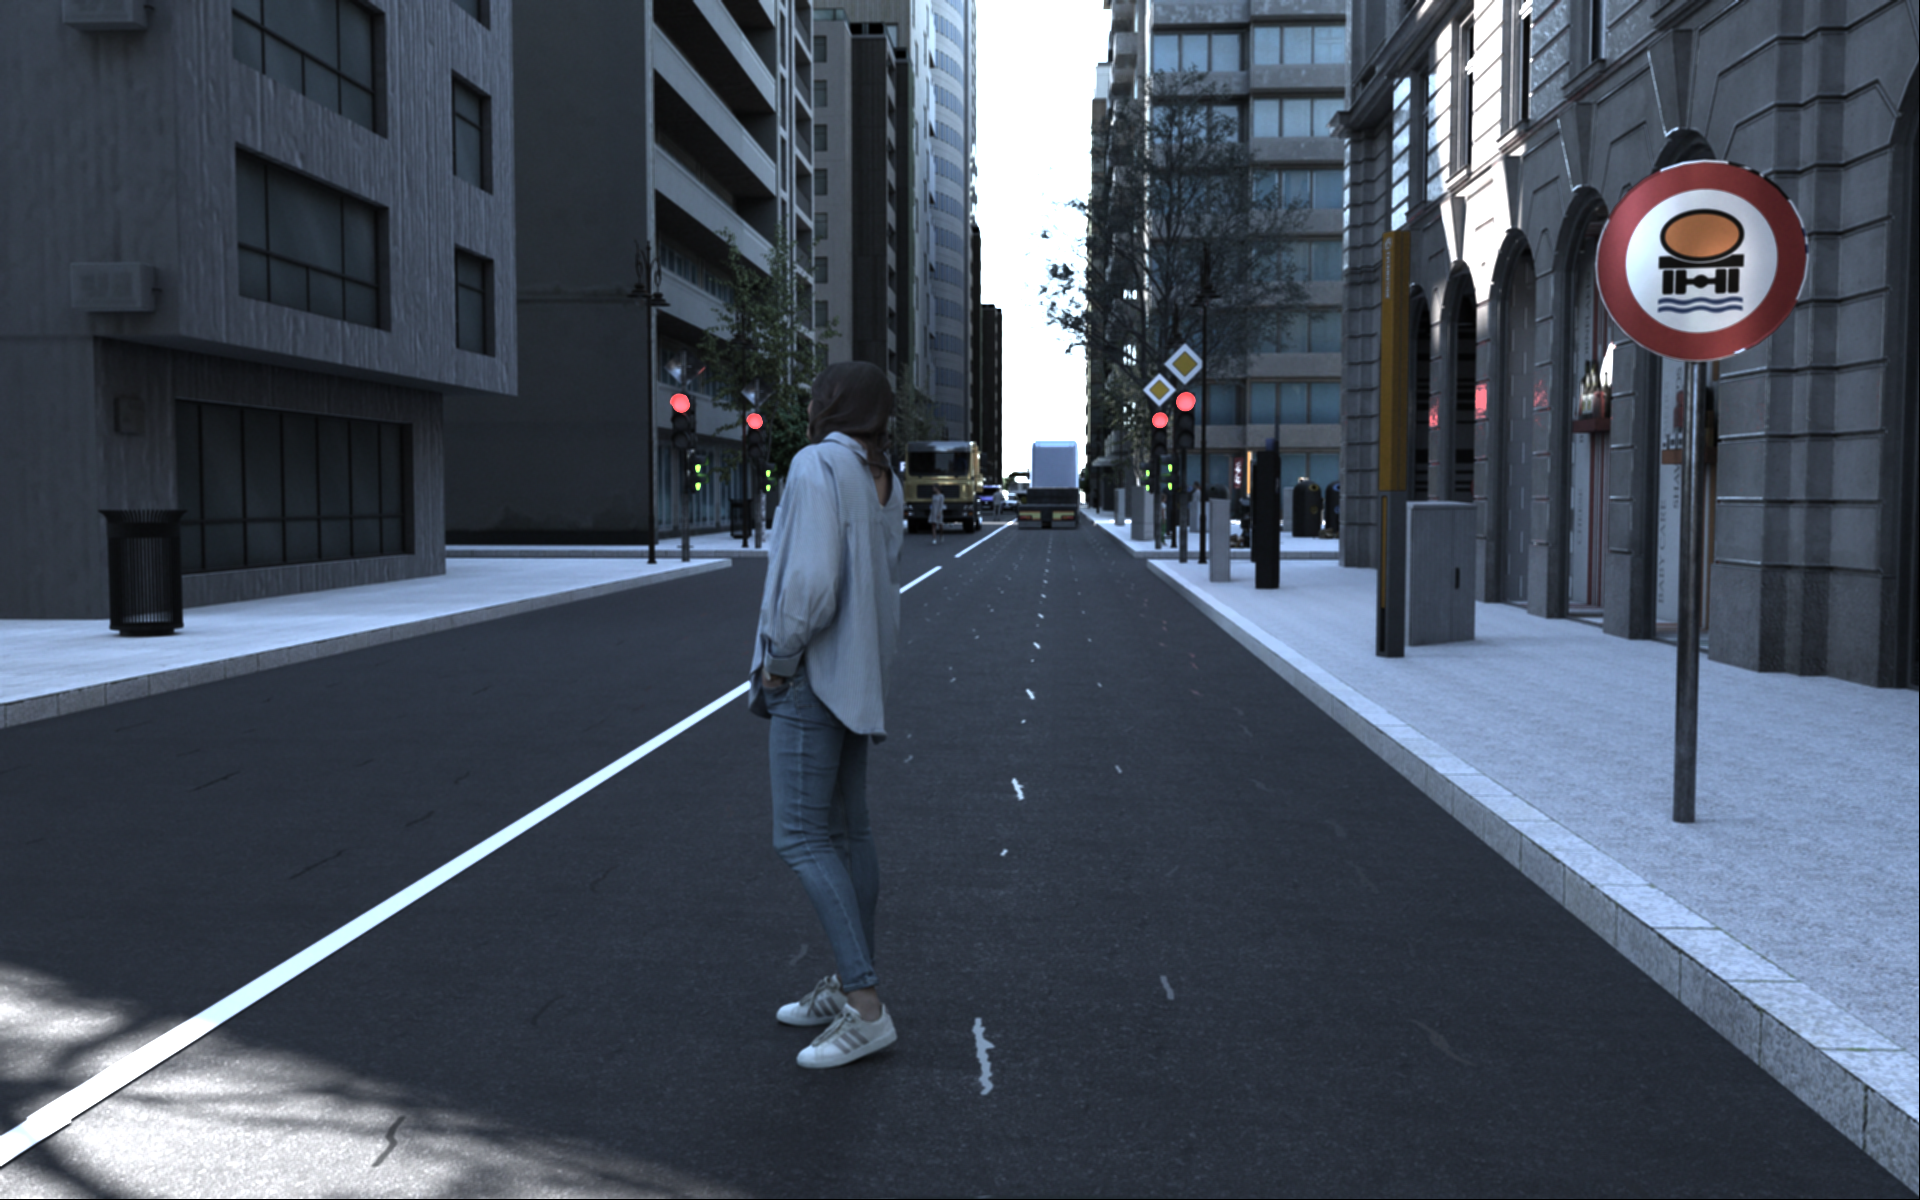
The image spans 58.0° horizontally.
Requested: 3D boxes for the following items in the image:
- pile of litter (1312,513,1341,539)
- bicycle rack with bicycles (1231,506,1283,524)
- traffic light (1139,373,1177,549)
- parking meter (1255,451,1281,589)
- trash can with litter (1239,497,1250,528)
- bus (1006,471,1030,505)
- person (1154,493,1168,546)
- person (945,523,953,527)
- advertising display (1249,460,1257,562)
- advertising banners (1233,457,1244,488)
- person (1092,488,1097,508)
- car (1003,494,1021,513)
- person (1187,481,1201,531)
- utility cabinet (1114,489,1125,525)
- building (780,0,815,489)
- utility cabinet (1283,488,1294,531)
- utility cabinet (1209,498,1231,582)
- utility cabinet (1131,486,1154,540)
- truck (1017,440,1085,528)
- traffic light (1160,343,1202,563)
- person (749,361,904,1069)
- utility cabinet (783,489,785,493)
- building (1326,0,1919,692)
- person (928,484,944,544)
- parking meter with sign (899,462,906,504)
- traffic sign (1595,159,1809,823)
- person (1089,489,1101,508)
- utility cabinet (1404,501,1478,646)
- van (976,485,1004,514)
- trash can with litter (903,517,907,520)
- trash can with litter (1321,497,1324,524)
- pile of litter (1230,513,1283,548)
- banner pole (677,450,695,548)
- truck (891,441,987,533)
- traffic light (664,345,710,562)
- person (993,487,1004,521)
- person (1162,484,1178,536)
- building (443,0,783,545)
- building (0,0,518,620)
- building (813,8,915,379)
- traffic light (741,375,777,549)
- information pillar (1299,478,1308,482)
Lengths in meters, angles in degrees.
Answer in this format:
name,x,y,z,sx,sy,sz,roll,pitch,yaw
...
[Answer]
name,x,y,z,sx,sy,sz,roll,pitch,yaw
pile of litter,10.823,-2.202,49.971,1.719,0.858,1.176,-2,4,-29
bicycle rack with bicycles,12.947,-3.735,74.445,2.925,0.926,2.852,0,4,-1
traffic light,4.602,-3.139,40.243,0.839,4.253,0.868,0,4,3
parking meter,4.187,-1.090,23.536,0.255,1.863,0.399,2,4,24
trash can with litter,10.746,-3.236,64.302,0.624,1.170,1.055,0,4,-6
bus,6.436,-11.823,184.845,2.896,3.916,12.252,0,4,3
person,4.985,-1.998,42.952,0.306,1.304,0.590,3,5,42
person,-0.539,-4.093,76.252,0.563,1.720,0.643,0,4,2
advertising display,5.581,-1.692,32.881,0.123,1.923,0.974,0,4,7
advertising banners,12.486,-5.262,82.220,2.074,3.025,0.090,2,4,30
person,12.591,-9.533,161.989,0.705,1.814,1.350,-2,4,-33
car,3.598,-7.300,129.144,2.009,1.686,4.222,0,4,4
person,8.208,-3.243,59.817,0.760,1.731,0.466,-1,4,-17
utility cabinet,6.466,-3.764,70.215,0.318,1.500,1.173,0,4,-2
building,-15.522,-39.318,81.105,20.563,71.187,20.611,0,4,3
utility cabinet,11.521,-3.048,58.507,1.173,1.500,0.318,1,4,22
utility cabinet,3.859,-0.889,25.701,0.306,1.237,1.020,0,4,7
utility cabinet,5.057,-2.398,47.884,0.318,1.500,1.173,-1,4,-12
truck,4.238,-5.515,79.925,2.967,4.110,18.799,0,4,4
traffic light,4.155,-2.651,32.271,0.839,4.253,0.868,0,4,3
person,-0.320,0.255,4.591,0.793,1.790,0.793,-1,4,-15
utility cabinet,-7.469,-3.755,70.077,1.173,1.500,0.318,-1,4,-14
building,11.989,-10.808,18.505,13.314,21.916,24.055,0,4,3
person,-0.670,-2.509,50.271,0.466,1.731,0.760,1,4,9
parking meter with sign,-2.734,-5.861,92.090,0.543,3.016,1.738,-1,4,-19
traffic sign,2.837,-0.404,6.711,0.768,2.556,0.104,1,4,12
person,12.339,-9.242,157.941,1.217,1.735,0.721,-1,4,-22
utility cabinet,4.076,-0.233,14.968,1.020,1.237,0.306,-3,5,-43
van,2.031,-7.305,123.822,2.240,2.365,5.245,0,4,4
trash can with litter,-2.933,-4.558,85.910,0.624,1.170,1.055,-3,5,-43
trash can with litter,15.094,-3.798,73.483,0.624,1.170,1.055,0,3,0
pile of litter,6.783,-1.679,41.415,1.719,0.858,1.176,-1,4,-9
banner pole,-6.549,-3.165,41.767,0.401,3.779,0.863,1,4,15
truck,-0.575,-4.278,65.869,3.469,3.379,9.791,0,4,3
traffic light,-5.192,-2.682,32.776,0.839,4.253,0.868,0,4,3
person,2.040,-5.202,93.747,0.606,1.804,0.583,-1,4,-9
person,6.363,-2.845,52.976,0.576,1.772,0.534,-3,5,-41
building,-17.772,-26.246,52.826,21.300,48.544,21.600,0,4,3
building,-14.333,-15.422,23.855,14.107,30.474,14.160,0,4,3
building,-10.362,-20.533,107.411,14.160,30.474,14.107,0,4,3
traffic light,-4.746,-3.170,40.749,0.839,4.253,0.868,0,4,3
information pillar,15.828,-4.609,79.842,0.304,2.012,0.304,-2,4,-34
